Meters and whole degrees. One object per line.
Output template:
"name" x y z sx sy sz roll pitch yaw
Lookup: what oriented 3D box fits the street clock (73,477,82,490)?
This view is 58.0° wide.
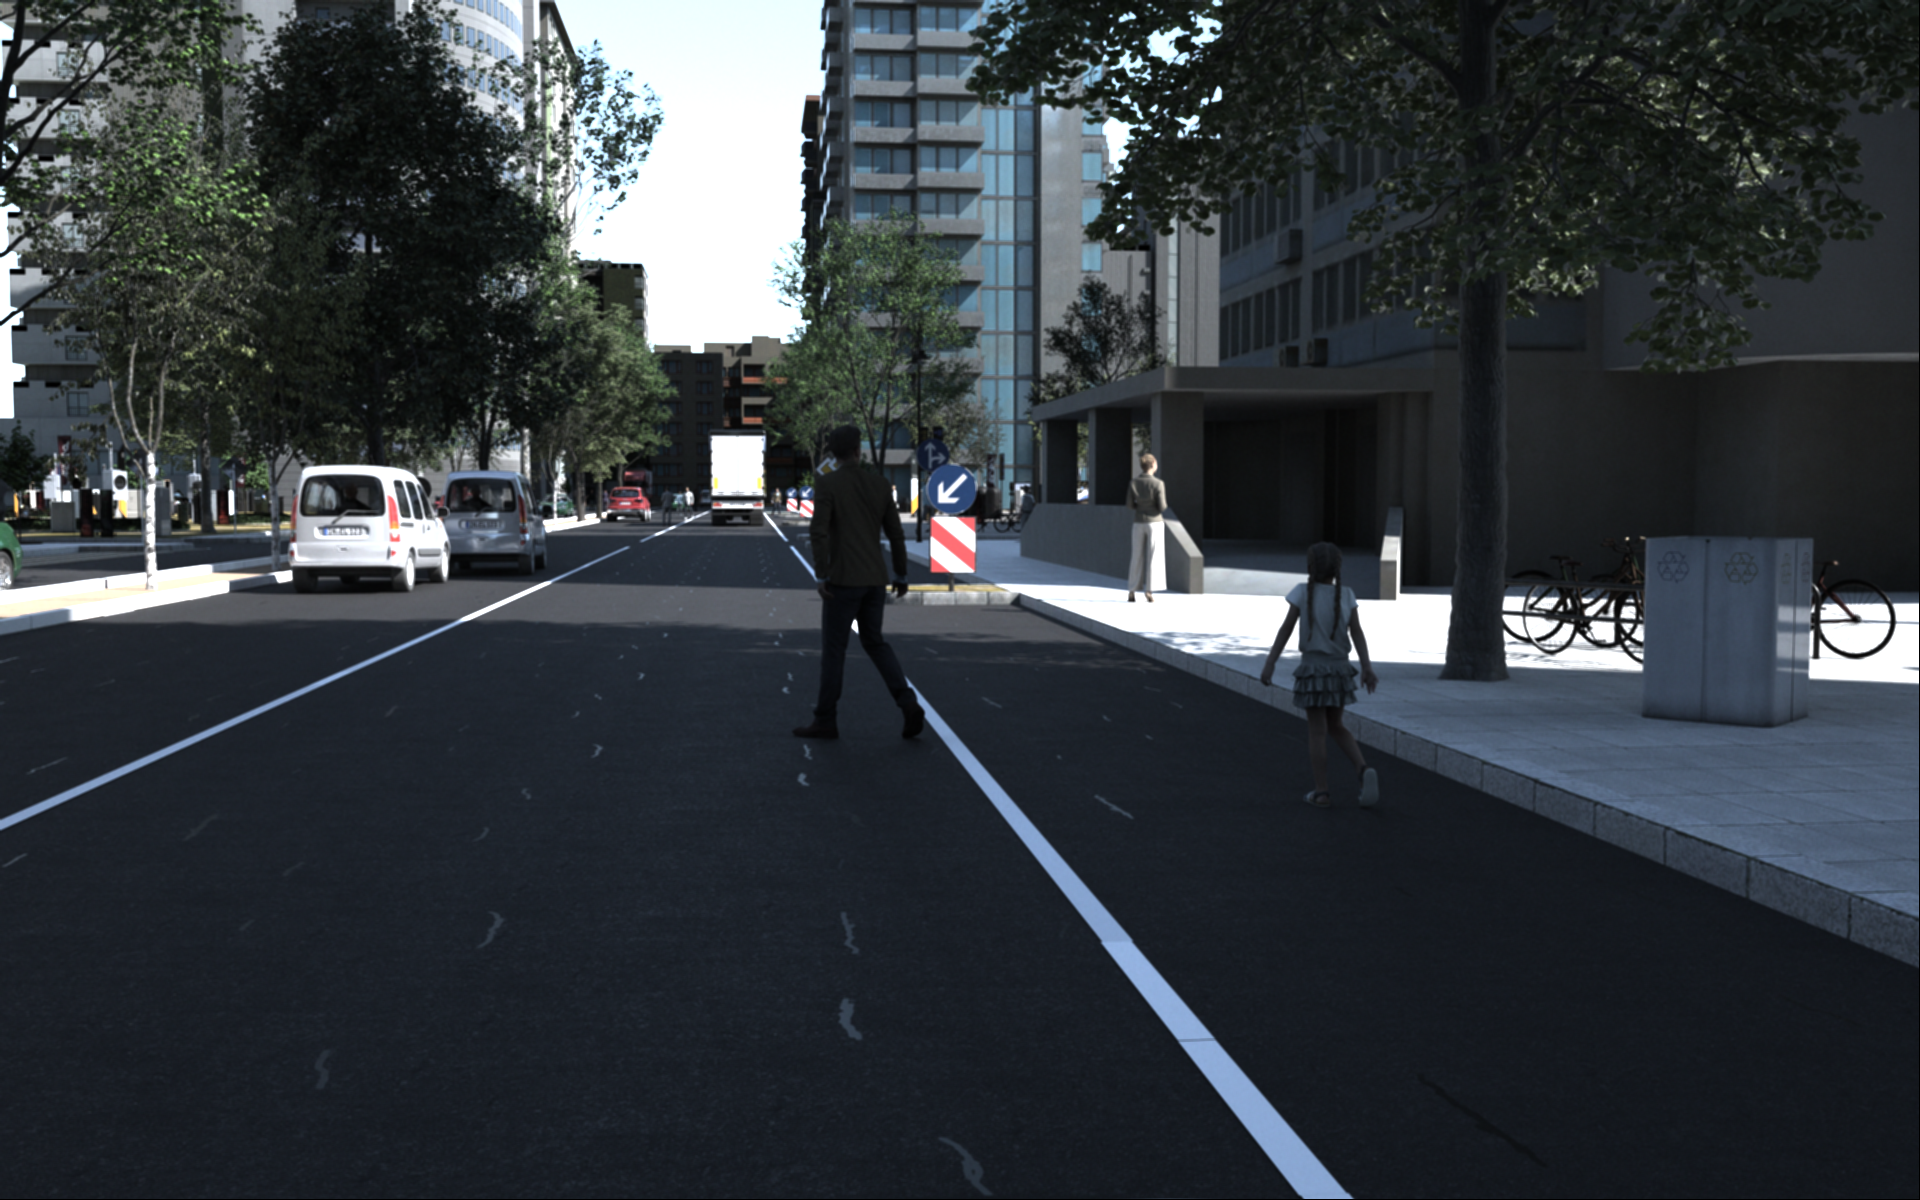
"street clock" -37.880 -4.268 74.345 0.471 2.002 0.358 -2 4 -33

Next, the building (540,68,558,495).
"building" -45.520 -29.181 160.701 14.154 41.232 14.086 0 4 -7

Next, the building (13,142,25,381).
"building" -98.137 -36.401 214.758 30.456 49.044 23.786 0 4 -7

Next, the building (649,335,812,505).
"building" -25.189 -23.313 226.207 28.899 21.520 27.650 0 4 -7

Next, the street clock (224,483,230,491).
"street clock" -48.021 -6.670 113.622 0.358 2.002 0.471 2 4 30

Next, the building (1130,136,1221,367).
"building" 27.914 -31.673 201.442 14.086 41.232 14.154 0 4 -7

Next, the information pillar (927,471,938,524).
"information pillar" -1.158 -5.075 74.336 0.504 3.616 0.183 -1 4 -10

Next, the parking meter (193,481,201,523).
"parking meter" -33.283 -4.275 75.611 0.255 1.863 0.399 0 4 1

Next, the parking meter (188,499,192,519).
"parking meter" -39.616 -4.950 89.338 0.372 1.533 0.369 0 3 0

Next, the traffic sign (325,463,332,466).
"traffic sign" -25.792 -4.334 70.970 0.768 2.556 0.104 0 4 -4

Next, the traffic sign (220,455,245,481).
"traffic sign" -21.754 -3.041 51.903 0.795 2.593 0.064 0 4 -7

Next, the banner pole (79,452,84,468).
"banner pole" -51.435 -6.818 101.484 0.401 3.779 0.863 -1 4 -11

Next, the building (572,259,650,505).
"building" -45.979 -27.199 216.410 14.107 30.474 14.160 0 4 -7

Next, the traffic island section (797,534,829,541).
"traffic island section" -4.066 -1.947 54.121 2.009 0.180 2.903 0 4 -7

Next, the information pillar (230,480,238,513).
"information pillar" -37.373 -5.180 89.182 0.304 2.012 0.304 -3 4 -37

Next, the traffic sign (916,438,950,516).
"traffic sign" -0.617 -2.426 39.767 0.768 2.556 0.104 0 4 2

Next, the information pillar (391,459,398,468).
"information pillar" -31.676 -6.469 97.119 0.183 3.616 0.504 1 4 18

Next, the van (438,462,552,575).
"van" -8.600 -1.527 31.973 2.013 2.044 4.112 -1 4 -9

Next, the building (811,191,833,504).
"building" -7.486 -24.259 168.330 14.160 30.474 14.107 0 4 -7

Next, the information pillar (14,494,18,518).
"information pillar" -37.614 -4.749 68.993 0.183 3.616 0.504 -1 4 -22

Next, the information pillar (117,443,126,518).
"information pillar" -38.317 -5.372 79.187 0.183 3.616 0.504 0 4 4

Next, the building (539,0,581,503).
"building" -55.246 -36.411 184.559 27.495 52.752 28.713 0 4 -7

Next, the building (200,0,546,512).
"building" -45.788 -36.475 138.363 21.231 58.520 28.212 0 4 -7

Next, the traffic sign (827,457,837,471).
"traffic sign" -3.119 -2.686 46.109 0.795 2.593 0.064 0 4 -7

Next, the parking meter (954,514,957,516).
"parking meter" -0.321 -5.596 99.903 0.372 1.533 0.369 0 3 0

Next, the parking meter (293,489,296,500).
"parking meter" -34.975 -5.074 91.363 0.372 1.533 0.369 0 3 0

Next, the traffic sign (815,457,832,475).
"traffic sign" -4.089 -3.171 54.035 0.795 2.593 0.064 0 4 -7

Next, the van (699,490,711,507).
"van" -27.684 -11.205 190.214 2.013 2.044 4.112 0 4 -6

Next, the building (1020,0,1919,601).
"building" 18.080 -20.661 29.690 32.217 40.220 23.993 0 4 -7

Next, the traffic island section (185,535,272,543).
"traffic island section" -21.777 -1.816 51.968 2.009 0.180 2.903 0 4 -7

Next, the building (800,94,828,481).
"building" -6.189 -32.724 189.658 22.147 44.769 28.867 0 4 -7

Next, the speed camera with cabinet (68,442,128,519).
"speed camera with cabinet" -32.380 -4.334 65.197 0.660 3.252 2.038 1 4 23

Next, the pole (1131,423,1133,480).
"pole" 4.138 -2.970 42.396 0.158 3.312 0.155 0 3 0

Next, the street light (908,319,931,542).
"street light" -1.085 -4.475 45.960 0.468 5.910 1.993 0 4 -7

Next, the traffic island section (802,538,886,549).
"traffic island section" -3.097 -1.463 46.195 2.009 0.180 2.903 0 4 -7

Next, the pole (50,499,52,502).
"pole" -57.426 -7.067 109.390 0.158 3.312 0.155 0 3 0

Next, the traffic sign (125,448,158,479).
"traffic sign" -20.785 -2.556 43.977 0.795 2.593 0.064 0 4 -7

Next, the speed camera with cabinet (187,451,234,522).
"speed camera with cabinet" -34.758 -5.258 80.302 2.038 3.252 0.660 1 4 13

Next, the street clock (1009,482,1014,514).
"street clock" 3.143 -6.151 105.143 0.358 2.002 0.471 0 4 8

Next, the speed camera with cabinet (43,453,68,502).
"speed camera with cabinet" -44.148 -5.525 84.677 0.660 3.252 2.038 -1 4 -9

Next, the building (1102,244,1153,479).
"building" 13.840 -26.240 200.727 14.107 30.474 14.160 0 4 -7

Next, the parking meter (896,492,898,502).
"parking meter" -4.558 -6.951 122.060 0.372 1.533 0.369 0 3 0

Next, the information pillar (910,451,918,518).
"information pillar" -2.495 -6.324 94.747 0.504 3.616 0.183 -3 5 -43

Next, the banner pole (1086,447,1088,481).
"banner pole" 6.937 -6.305 93.110 0.401 3.779 0.863 3 4 38

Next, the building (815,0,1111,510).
"building" -0.295 -32.210 146.234 23.786 49.044 30.456 0 4 -7

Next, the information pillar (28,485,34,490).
"information pillar" -57.582 -6.290 107.337 0.304 2.012 0.304 1 4 18

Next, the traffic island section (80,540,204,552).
"traffic island section" -20.807 -1.331 44.042 2.009 0.180 2.903 0 4 -7

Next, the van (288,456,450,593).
"van" -8.991 -1.198 26.602 2.013 2.044 4.112 0 4 -6

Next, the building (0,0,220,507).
"building" -82.498 -36.188 180.908 27.495 52.752 28.713 0 4 -7

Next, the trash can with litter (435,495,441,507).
"trash can with litter" -35.682 -6.611 119.154 2.233 1.210 1.678 2 4 30

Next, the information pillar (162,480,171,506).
"information pillar" -41.577 -5.276 90.758 0.304 2.012 0.304 3 5 43

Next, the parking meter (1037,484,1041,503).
"parking meter" 2.181 -2.218 44.673 0.372 1.533 0.369 0 3 0
